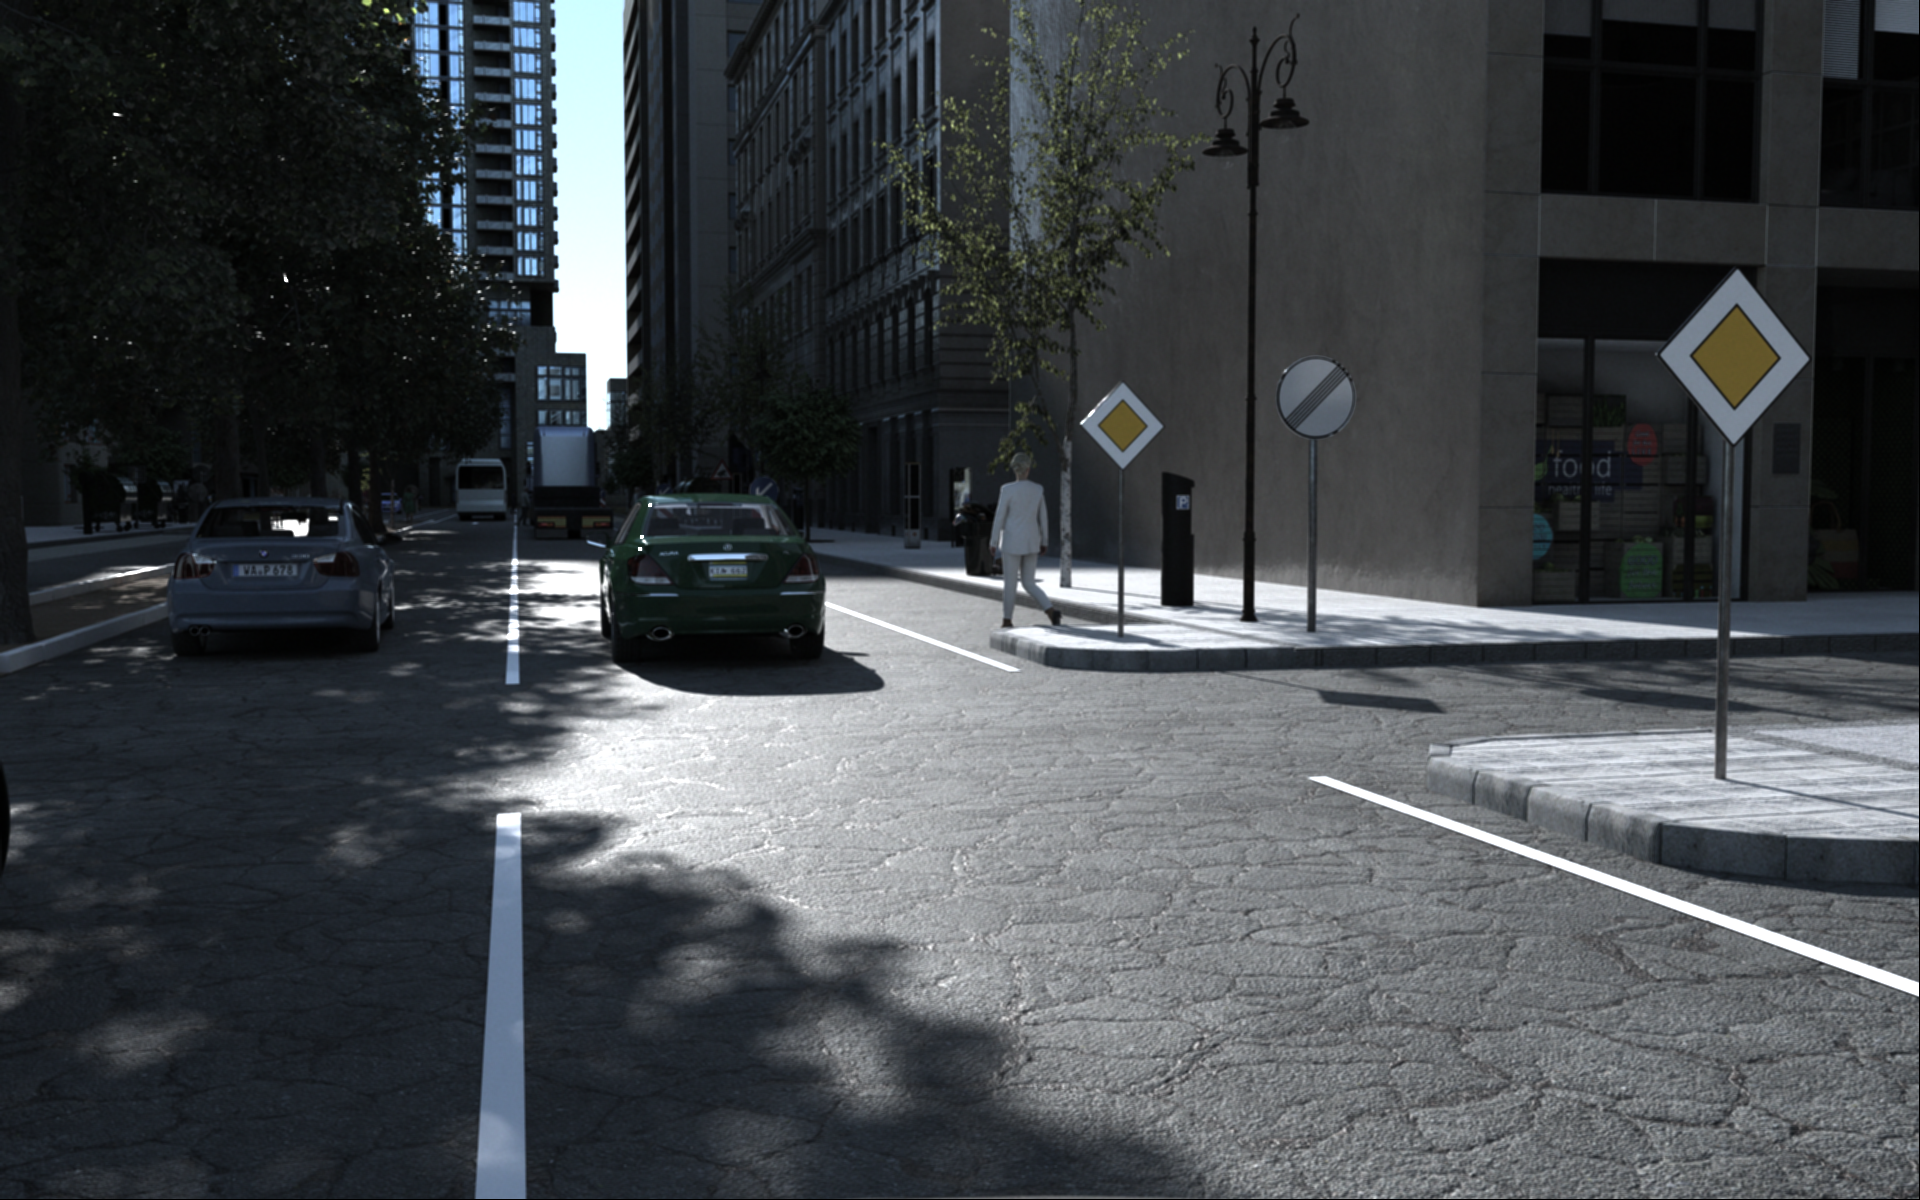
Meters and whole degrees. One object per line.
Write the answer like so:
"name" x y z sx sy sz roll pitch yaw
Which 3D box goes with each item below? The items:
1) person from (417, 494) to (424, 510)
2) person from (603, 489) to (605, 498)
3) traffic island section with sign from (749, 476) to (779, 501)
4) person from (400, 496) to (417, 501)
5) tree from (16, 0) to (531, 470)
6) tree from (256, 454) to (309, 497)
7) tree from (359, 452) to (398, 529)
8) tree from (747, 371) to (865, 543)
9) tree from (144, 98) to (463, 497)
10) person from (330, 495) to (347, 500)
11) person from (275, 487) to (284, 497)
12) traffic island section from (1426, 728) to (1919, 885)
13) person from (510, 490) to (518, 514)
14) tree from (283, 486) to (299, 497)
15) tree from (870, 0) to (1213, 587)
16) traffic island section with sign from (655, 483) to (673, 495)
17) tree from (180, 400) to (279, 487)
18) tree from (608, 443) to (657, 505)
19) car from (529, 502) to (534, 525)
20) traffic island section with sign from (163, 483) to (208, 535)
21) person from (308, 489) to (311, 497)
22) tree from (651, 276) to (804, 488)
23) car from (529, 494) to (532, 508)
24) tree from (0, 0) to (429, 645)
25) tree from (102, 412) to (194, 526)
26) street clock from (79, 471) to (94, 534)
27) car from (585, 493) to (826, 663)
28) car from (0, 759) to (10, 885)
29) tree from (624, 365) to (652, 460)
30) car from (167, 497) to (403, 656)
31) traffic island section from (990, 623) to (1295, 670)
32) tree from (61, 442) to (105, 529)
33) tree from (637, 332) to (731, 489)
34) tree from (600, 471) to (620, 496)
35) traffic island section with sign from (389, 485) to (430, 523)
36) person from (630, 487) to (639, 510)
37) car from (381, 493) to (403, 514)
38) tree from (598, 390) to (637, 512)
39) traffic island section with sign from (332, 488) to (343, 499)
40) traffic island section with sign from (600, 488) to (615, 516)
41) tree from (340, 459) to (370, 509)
"person" -47.506 -8.611 152.528 0.697 1.427 0.421 -2 4 -34
"person" -24.513 -6.744 118.762 0.705 1.824 1.348 0 4 -8
"traffic island section with sign" -4.665 -1.884 39.426 1.989 1.847 2.006 -1 4 -14
"person" -38.943 -6.926 122.454 1.217 1.743 0.721 -1 4 -14
"tree" -11.893 -6.630 27.870 9.611 12.733 9.660 0 3 0
"tree" -41.052 -7.450 105.525 4.285 4.588 4.351 0 3 0
"tree" -23.431 -7.247 71.302 4.360 8.622 3.978 0 3 0
"tree" -4.089 -3.838 46.473 4.285 4.588 4.351 0 3 0
"tree" -14.524 -6.077 36.232 8.767 10.594 7.601 -1 4 -14
"person" -40.349 -6.345 112.251 1.348 1.824 0.705 -3 5 -42
"person" -29.093 -3.957 73.940 0.466 1.731 0.760 -1 4 -17
"traffic island section" 3.444 0.884 7.825 2.009 0.180 2.903 -1 4 -14
"person" -32.271 -7.087 125.286 0.530 1.710 0.541 -1 4 -12
"tree" -43.482 -9.952 113.075 4.737 8.622 4.395 0 3 0
"tree" 1.228 -4.484 23.675 4.360 8.622 3.978 0 3 0
"traffic island section with sign" -11.352 -3.481 65.541 1.989 1.847 2.006 -1 4 -14
"tree" -37.321 -8.417 87.980 4.737 8.622 4.395 0 3 0
"tree" -20.815 -7.768 110.727 4.285 4.588 4.351 0 3 0
"car" -19.086 -4.209 80.617 2.131 1.459 4.920 -1 4 -14
"traffic island section with sign" -27.079 -3.234 61.498 1.989 1.847 2.006 -1 4 -14
"person" -30.626 -4.428 81.902 0.512 1.701 0.522 -1 4 -9
"tree" -6.906 -6.564 57.687 4.737 8.622 4.395 0 3 0
"car" -33.610 -7.659 137.225 2.014 1.417 4.499 -1 4 -14
"tree" -9.302 -6.556 16.295 9.857 13.997 8.962 0 3 0
"tree" -32.750 -5.275 69.965 4.285 4.588 4.351 0 3 0
"street clock" -27.741 -3.087 55.043 0.471 2.002 0.358 2 4 28
"car" -2.421 -0.276 16.315 2.131 1.459 4.920 -1 4 -13
"car" -3.465 0.372 3.703 2.009 1.686 4.222 -1 4 -13
"tree" -16.192 -8.776 93.847 4.737 8.622 4.395 0 3 0
"car" -6.471 -0.292 16.776 2.014 1.417 4.499 -1 4 -15
"traffic island section" 1.461 0.411 15.561 2.009 0.180 2.903 -1 4 -14
"tree" -32.402 -4.268 64.383 1.663 3.219 1.824 0 3 0
"tree" -12.372 -7.824 78.292 4.360 8.622 3.978 0 3 0
"tree" -29.559 -9.333 147.199 1.663 3.219 1.824 0 3 0
"traffic island section with sign" -27.101 -4.730 85.477 2.006 1.907 1.989 -1 4 -14
"person" -15.547 -4.551 83.387 0.782 1.767 0.515 2 4 30
"car" -41.328 -7.078 125.314 1.945 1.707 3.694 -1 4 -15
"tree" -23.526 -10.520 122.371 4.360 8.622 3.978 0 3 0
"traffic island section with sign" -39.533 -6.208 110.135 1.989 1.847 2.006 -1 4 -14
"traffic island section with sign" -23.866 -6.465 114.330 1.989 1.847 2.006 -1 4 -14
"tree" -52.368 -10.226 150.915 4.285 4.588 4.351 0 3 0
